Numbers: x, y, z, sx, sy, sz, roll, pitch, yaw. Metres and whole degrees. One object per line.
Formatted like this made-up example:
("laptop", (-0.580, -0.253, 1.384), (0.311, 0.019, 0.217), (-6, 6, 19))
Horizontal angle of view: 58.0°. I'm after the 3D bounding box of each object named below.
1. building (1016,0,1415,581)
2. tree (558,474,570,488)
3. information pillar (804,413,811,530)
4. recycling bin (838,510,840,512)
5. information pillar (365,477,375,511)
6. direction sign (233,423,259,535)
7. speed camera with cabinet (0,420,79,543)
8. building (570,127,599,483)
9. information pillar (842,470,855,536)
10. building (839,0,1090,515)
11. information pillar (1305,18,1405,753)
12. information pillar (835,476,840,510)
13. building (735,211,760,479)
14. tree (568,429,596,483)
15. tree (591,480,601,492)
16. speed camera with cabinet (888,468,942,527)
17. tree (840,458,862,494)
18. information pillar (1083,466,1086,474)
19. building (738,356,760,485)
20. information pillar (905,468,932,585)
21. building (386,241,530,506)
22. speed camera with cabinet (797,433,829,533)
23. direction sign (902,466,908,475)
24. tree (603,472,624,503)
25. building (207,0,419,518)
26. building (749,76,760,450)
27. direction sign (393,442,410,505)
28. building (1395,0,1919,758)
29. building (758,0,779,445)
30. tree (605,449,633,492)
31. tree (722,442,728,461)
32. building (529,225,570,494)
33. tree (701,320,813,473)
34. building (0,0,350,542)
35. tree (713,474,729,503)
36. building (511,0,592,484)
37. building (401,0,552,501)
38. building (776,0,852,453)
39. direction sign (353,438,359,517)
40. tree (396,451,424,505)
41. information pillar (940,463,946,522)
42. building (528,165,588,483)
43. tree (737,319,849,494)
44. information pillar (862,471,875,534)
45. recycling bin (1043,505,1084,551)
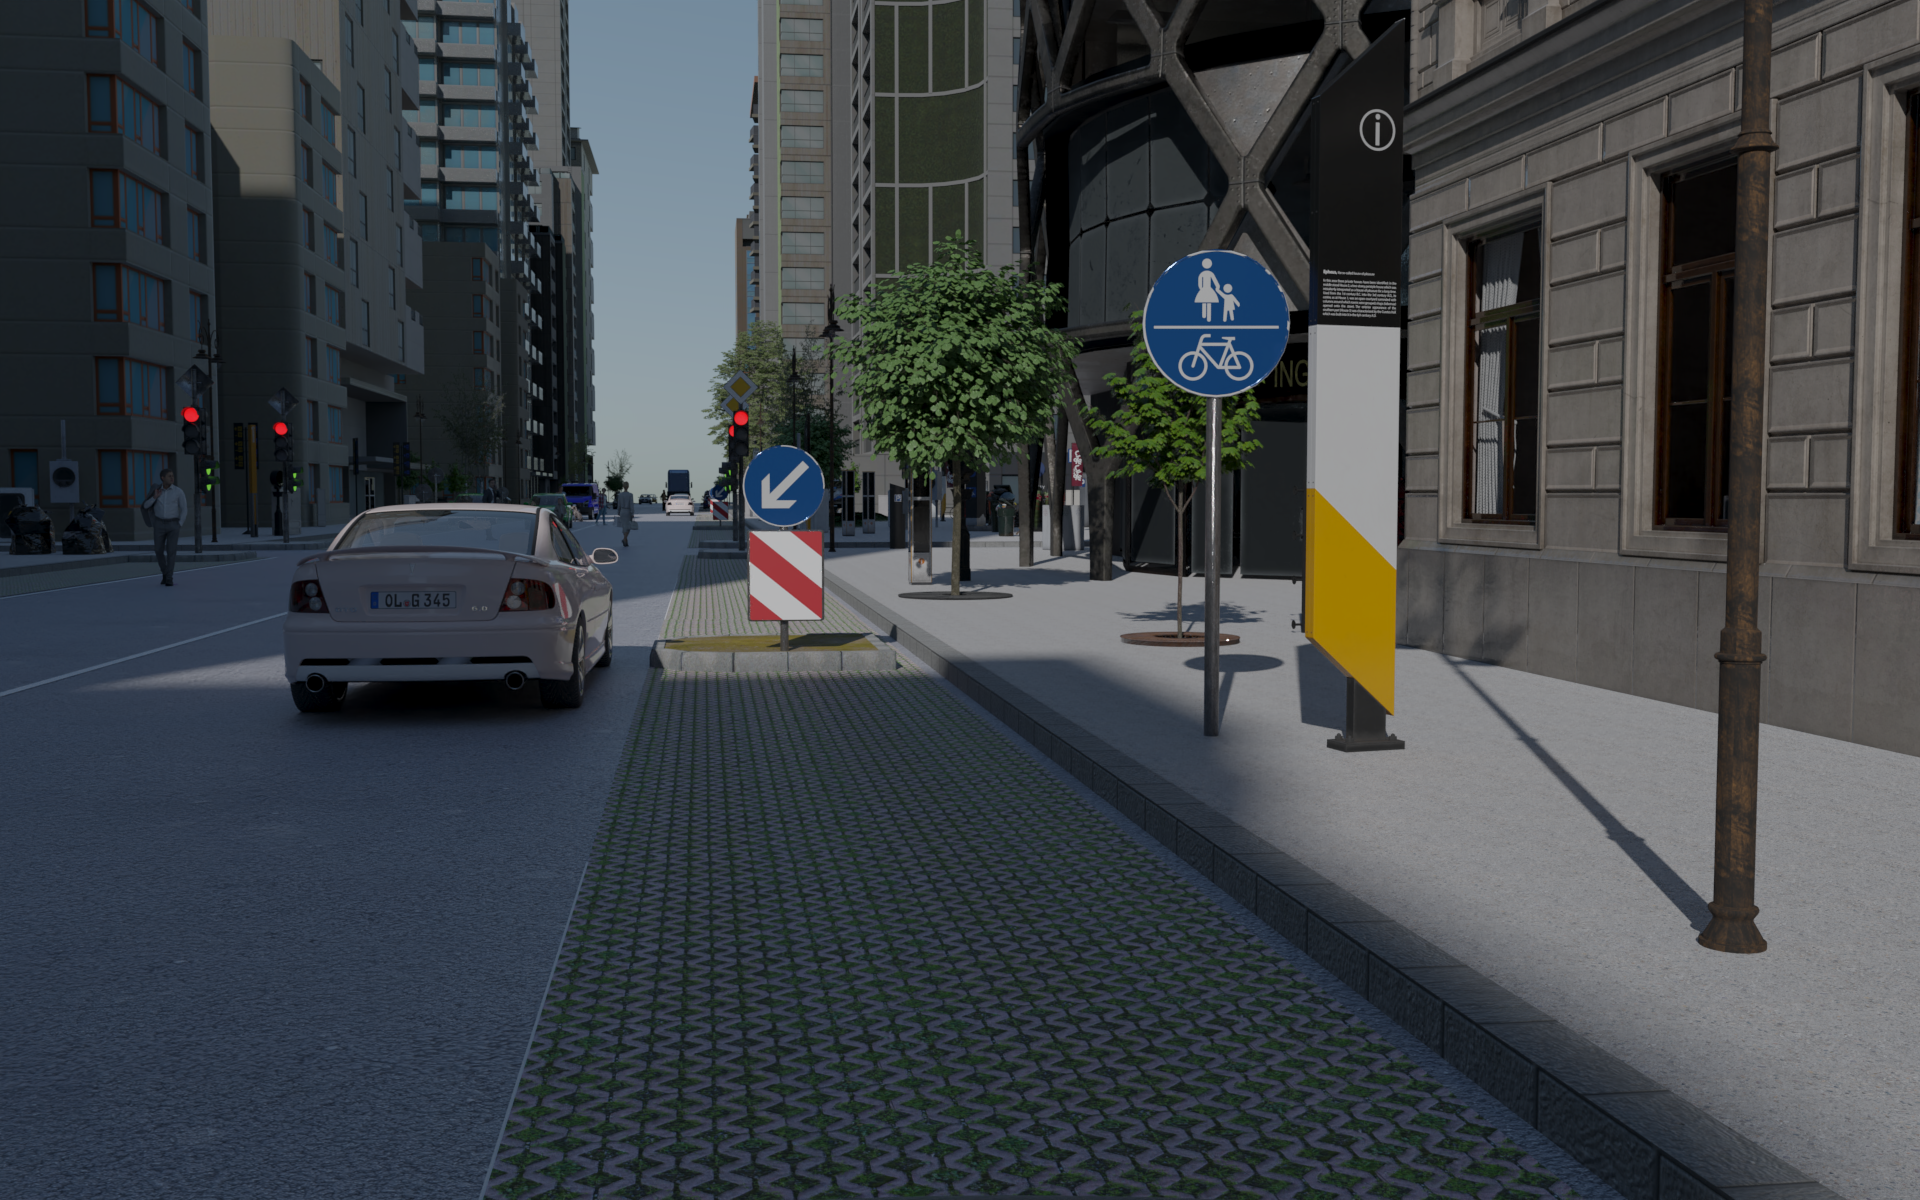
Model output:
("building", (9.200, -9.958, 30.258), (16.820, 18.784, 16.811), (-1, 4, -8))
("tree", (-38.078, -10.564, 167.323), (1.663, 3.219, 1.824), (0, 3, 0))
("information pillar", (-4.419, -3.598, 50.186), (0.183, 3.616, 0.504), (-1, 4, -16))
("recycling bin", (-7.228, -5.164, 96.992), (0.722, 1.027, 0.722), (-3, 4, -39))
("information pillar", (-26.089, -4.409, 76.586), (0.304, 2.012, 0.304), (2, 4, 32))
("direction sign", (-22.631, -3.852, 54.975), (0.876, 3.537, 0.379), (1, 4, 14))
("speed camera with cabinet", (-24.414, -3.143, 45.723), (2.038, 3.252, 0.660), (-2, 4, -25))
("building", (-67.213, -40.443, 250.488), (28.713, 52.752, 27.495), (-1, 4, -8))
("information pillar", (-3.396, -2.949, 52.709), (0.304, 2.012, 0.304), (-2, 4, -30))
("building", (1.892, -41.064, 109.645), (20.563, 71.187, 20.611), (-1, 4, -8))
("information pillar", (1.967, -1.054, 8.593), (0.504, 3.616, 0.183), (-1, 4, -19))
("information pillar", (-6.134, -5.765, 85.618), (0.504, 3.616, 0.183), (3, 5, 44))
("building", (-28.296, -38.116, 273.304), (14.600, 45.320, 14.200), (-1, 4, -8))
("tree", (-43.175, -14.997, 195.555), (4.737, 8.622, 4.395), (0, 3, 0))
("tree", (-44.073, -13.175, 210.017), (1.663, 3.219, 1.824), (0, 3, 0))
("speed camera with cabinet", (-1.739, -4.416, 66.545), (2.038, 3.252, 0.660), (1, 4, 20))
("tree", (-5.683, -6.007, 92.822), (1.663, 3.219, 1.824), (0, 3, 0))
("information pillar", (6.379, -5.920, 88.150), (0.183, 3.616, 0.504), (-3, 4, -36))
("building", (-15.225, -23.502, 229.299), (27.650, 21.520, 28.899), (-1, 4, -8))
("information pillar", (-0.566, -1.222, 24.475), (0.304, 2.012, 0.304), (-1, 4, -10))
("building", (-48.385, -17.524, 131.561), (27.650, 21.520, 28.899), (-1, 4, -8))
("speed camera with cabinet", (-5.076, -3.826, 56.895), (0.660, 3.252, 2.038), (2, 4, 27))
("direction sign", (-2.684, -5.699, 85.183), (0.379, 3.537, 0.876), (1, 4, 21))
("tree", (-51.372, -16.743, 257.466), (4.285, 4.588, 4.351), (0, 3, 0))
("building", (-44.707, -30.820, 93.153), (28.713, 52.752, 27.495), (-1, 4, -8))
("building", (-10.787, -32.252, 181.945), (22.147, 44.769, 28.867), (-1, 4, -8))
("direction sign", (-24.378, -5.118, 75.673), (0.876, 3.537, 0.379), (1, 4, 20))
("building", (9.669, -8.660, 6.222), (10.561, 19.102, 19.286), (-1, 4, -8))
("building", (-7.230, -37.374, 153.058), (21.231, 58.520, 28.212), (-1, 4, -8))
("tree", (-54.352, -19.969, 276.851), (4.360, 8.622, 3.978), (0, 3, 0))
("tree", (-26.121, -15.608, 205.556), (4.360, 8.622, 3.978), (0, 3, 0))
("building", (-49.402, -25.218, 184.022), (14.160, 30.474, 14.107), (-1, 4, -8))
("tree", (-13.193, -11.942, 113.384), (7.486, 12.596, 7.792), (0, 3, 0))
("building", (-38.167, -13.059, 58.550), (27.650, 21.520, 28.899), (-1, 4, -8))
("tree", (-35.506, -16.955, 260.924), (4.285, 4.588, 4.351), (0, 3, 0))
("building", (-59.107, -48.159, 225.656), (20.563, 71.187, 20.611), (-1, 4, -8))
("building", (-51.049, -33.096, 160.732), (23.786, 49.044, 30.456), (-1, 4, -8))
("building", (-6.930, -27.443, 132.292), (14.154, 41.232, 14.086), (-1, 4, -8))
("direction sign", (-24.384, -4.768, 69.949), (0.379, 3.537, 0.876), (-2, 4, -31))
("tree", (-36.131, -7.834, 111.798), (4.285, 4.588, 4.351), (0, 3, 0))
("information pillar", (-0.770, -5.481, 80.971), (0.183, 3.616, 0.504), (-1, 4, -18))
("building", (-52.788, -32.154, 209.305), (14.154, 41.232, 14.086), (-1, 4, -8))
("tree", (-6.818, -7.548, 73.765), (4.360, 8.622, 3.978), (0, 3, 0))
("information pillar", (-2.953, -3.154, 56.057), (0.304, 2.012, 0.304), (-3, 5, -41))
("recycling bin", (2.366, -1.658, 39.655), (0.722, 1.027, 0.722), (-2, 4, -30))
